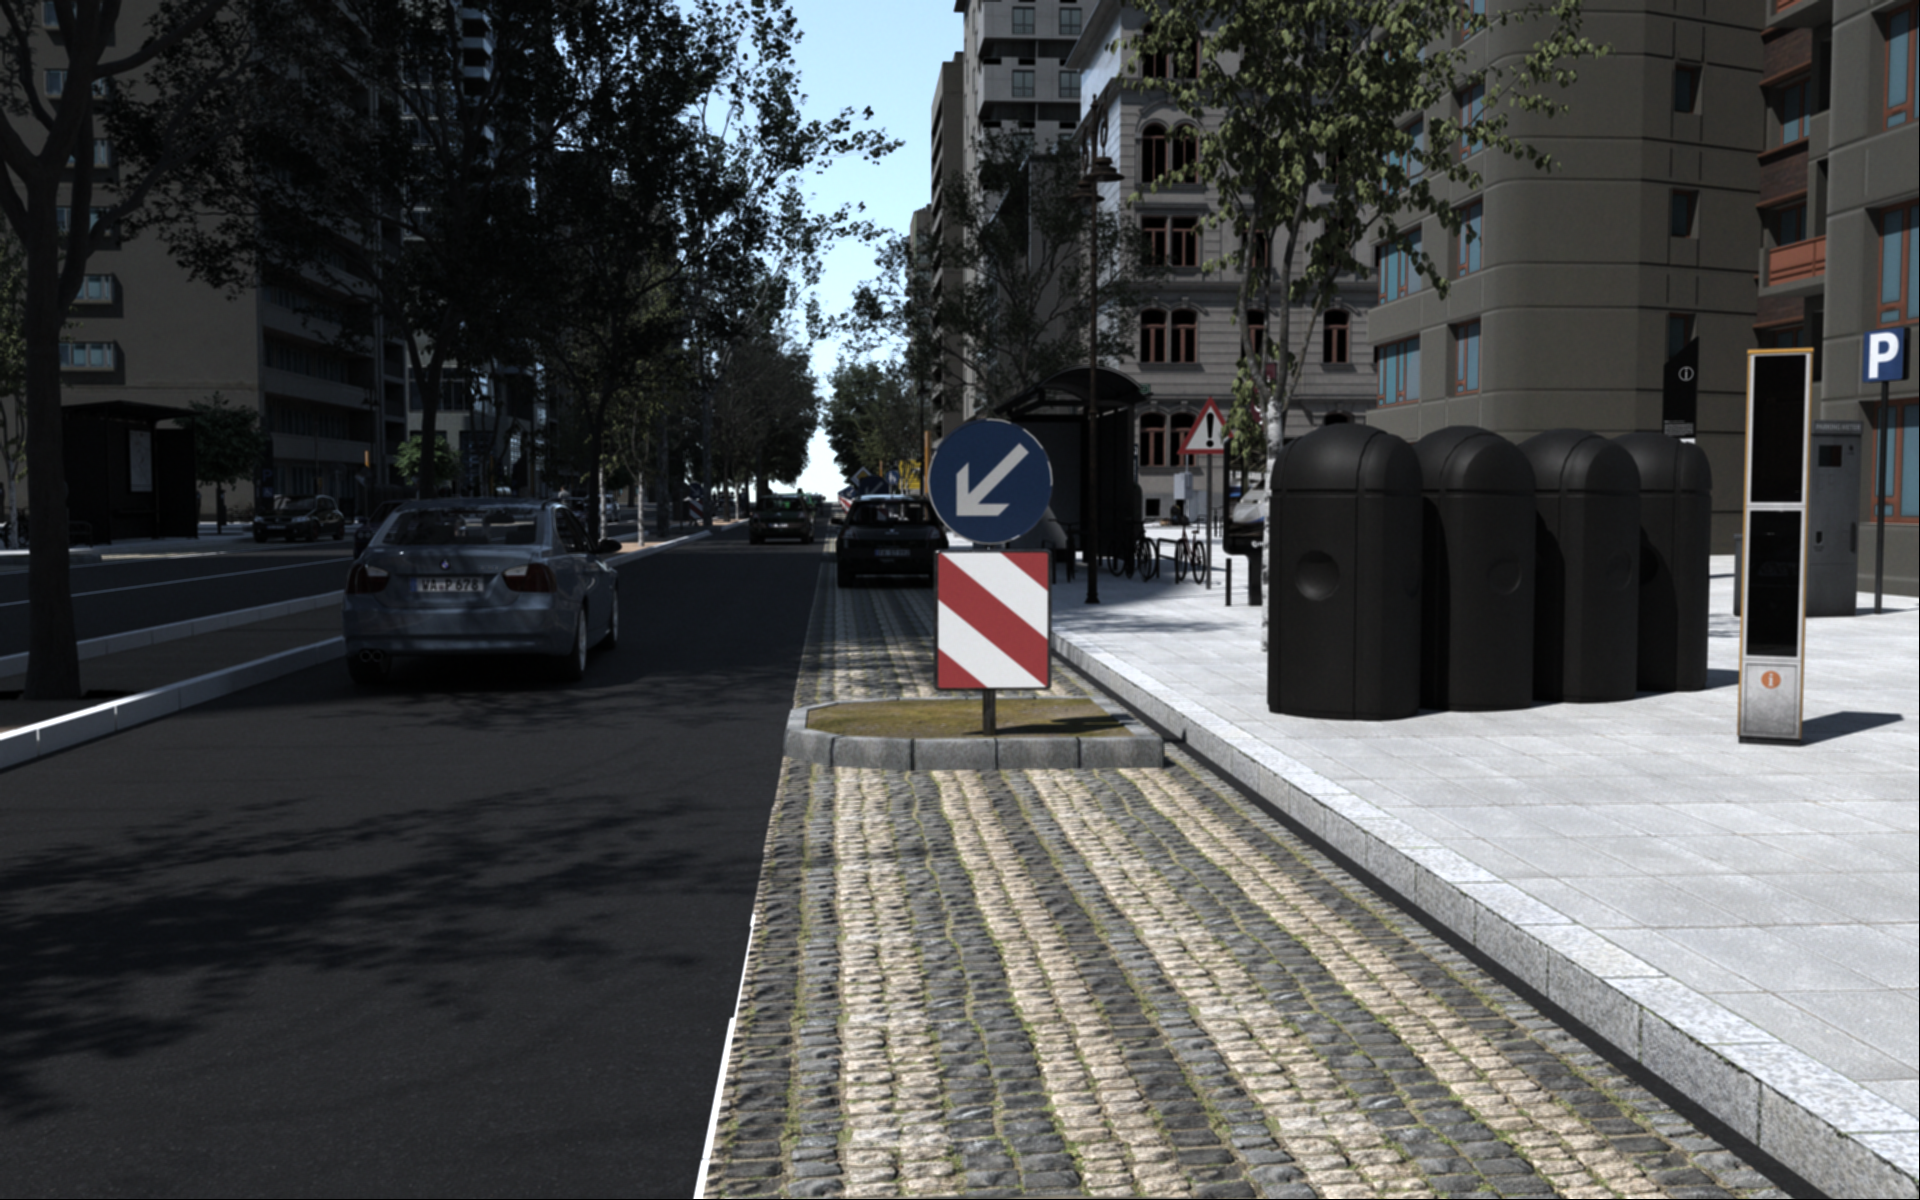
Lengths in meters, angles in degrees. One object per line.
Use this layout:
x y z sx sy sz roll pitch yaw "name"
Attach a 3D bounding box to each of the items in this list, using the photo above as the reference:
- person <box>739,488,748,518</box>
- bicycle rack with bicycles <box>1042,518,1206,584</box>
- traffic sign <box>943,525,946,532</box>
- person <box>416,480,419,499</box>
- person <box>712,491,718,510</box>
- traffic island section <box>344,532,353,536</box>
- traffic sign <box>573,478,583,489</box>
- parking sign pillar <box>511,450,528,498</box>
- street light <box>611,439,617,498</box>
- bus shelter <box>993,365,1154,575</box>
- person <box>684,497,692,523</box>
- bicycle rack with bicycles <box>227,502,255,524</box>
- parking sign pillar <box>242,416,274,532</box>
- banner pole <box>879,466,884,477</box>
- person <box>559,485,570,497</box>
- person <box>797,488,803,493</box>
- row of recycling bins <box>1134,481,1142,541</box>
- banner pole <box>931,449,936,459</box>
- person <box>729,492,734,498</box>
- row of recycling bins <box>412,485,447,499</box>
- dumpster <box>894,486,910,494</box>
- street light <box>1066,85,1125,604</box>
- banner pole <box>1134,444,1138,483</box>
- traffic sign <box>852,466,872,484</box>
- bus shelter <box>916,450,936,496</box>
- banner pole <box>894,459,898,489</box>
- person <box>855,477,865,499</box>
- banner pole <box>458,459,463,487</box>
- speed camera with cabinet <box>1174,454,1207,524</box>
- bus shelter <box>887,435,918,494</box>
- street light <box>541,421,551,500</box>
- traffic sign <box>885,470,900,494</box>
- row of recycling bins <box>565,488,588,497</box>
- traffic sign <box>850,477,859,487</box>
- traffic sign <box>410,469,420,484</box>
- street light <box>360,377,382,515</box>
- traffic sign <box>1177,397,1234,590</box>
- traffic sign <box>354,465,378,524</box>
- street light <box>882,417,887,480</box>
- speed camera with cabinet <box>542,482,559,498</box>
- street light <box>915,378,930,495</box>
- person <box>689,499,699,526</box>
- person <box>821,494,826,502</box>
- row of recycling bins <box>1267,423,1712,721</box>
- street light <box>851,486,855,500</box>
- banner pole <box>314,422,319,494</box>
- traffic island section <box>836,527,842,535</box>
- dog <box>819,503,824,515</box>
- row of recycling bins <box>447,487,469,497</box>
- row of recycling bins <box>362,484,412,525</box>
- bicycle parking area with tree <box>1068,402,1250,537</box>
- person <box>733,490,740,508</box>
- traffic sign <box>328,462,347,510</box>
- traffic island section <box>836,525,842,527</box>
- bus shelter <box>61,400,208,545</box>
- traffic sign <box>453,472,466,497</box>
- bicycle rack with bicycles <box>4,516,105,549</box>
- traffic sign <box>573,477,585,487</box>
-12.864 -5.785 103.112 0.581 1.822 0.654 2 4 30 "person"
2.310 -0.754 25.717 2.852 0.926 2.925 0 4 -1 "bicycle rack with bicycles"
-0.466 -3.199 52.409 0.768 2.556 0.104 0 4 1 "traffic sign"
-14.929 -2.423 48.218 0.850 1.850 0.679 0 4 5 "person"
-21.767 -8.805 153.386 0.541 1.710 0.530 3 5 41 "person"
-20.654 -2.321 60.228 2.009 0.180 2.903 0 4 -4 "traffic island section"
-29.765 -8.246 134.933 0.768 2.556 0.104 0 4 -2 "traffic sign"
-26.846 -7.162 105.572 1.447 3.967 1.447 1 4 14 "parking sign pillar"
-28.875 -10.503 144.508 0.468 5.910 1.993 0 4 -4 "street light"
1.824 -2.201 29.904 2.014 3.302 5.546 0 4 -4 "bus shelter"
-13.172 -4.598 84.033 0.694 1.780 0.624 2 4 32 "person"
-31.018 -3.853 76.385 2.925 0.926 2.852 0 4 -3 "bicycle rack with bicycles"
-23.915 -4.342 59.472 1.447 3.967 1.447 -2 4 -33 "parking sign pillar"
-6.062 -9.029 137.641 0.863 3.779 0.401 -2 4 -34 "banner pole"
-18.575 -4.470 81.435 0.661 1.843 0.795 -3 5 -42 "person"
-10.611 -6.504 114.823 0.580 1.828 0.573 3 4 39 "person"
3.258 -2.495 47.898 3.534 1.692 1.069 0 4 -3 "row of recycling bins"
-1.064 -5.724 83.604 0.863 3.779 0.401 1 4 10 "banner pole"
-34.109 -15.134 255.943 1.348 1.824 0.705 1 4 18 "person"
-24.159 -4.295 77.334 1.069 1.692 3.534 0 4 2 "row of recycling bins"
-3.239 -6.255 104.760 1.502 2.255 1.985 0 4 -4 "dumpster"
1.555 -2.899 20.182 0.468 5.910 1.993 0 4 -4 "street light"
7.450 -5.258 75.979 0.863 3.779 0.401 2 4 34 "banner pole"
-3.430 -3.532 61.389 0.795 2.450 0.064 0 4 -4 "traffic sign"
-0.934 -5.241 79.620 2.014 3.302 5.546 0 4 -4 "bus shelter"
-3.757 -7.186 107.513 0.863 3.779 0.401 -2 4 -27 "banner pole"
-2.127 -1.808 38.251 0.419 1.800 0.721 -1 4 -8 "person"
-35.957 -8.234 124.645 0.863 3.779 0.401 3 5 43 "banner pole"
9.982 -4.912 74.649 0.660 3.252 2.038 3 4 39 "speed camera with cabinet"
-3.721 -8.338 113.951 2.179 5.291 8.768 0 4 -4 "bus shelter"
-26.277 -8.393 110.013 0.468 5.910 1.993 0 4 -4 "street light"
-3.571 -5.593 91.549 0.768 2.556 0.104 0 4 -3 "traffic sign"
-28.712 -7.457 129.039 1.069 1.692 3.534 -2 4 -32 "row of recycling bins"
-4.007 -4.019 69.354 0.795 2.450 0.064 0 4 -4 "traffic sign"
-21.208 -3.944 68.133 0.795 2.450 0.064 0 4 -4 "traffic sign"
-23.328 -5.867 68.716 0.468 5.910 1.993 0 4 -4 "street light"
3.340 -1.419 23.211 0.884 2.594 0.081 0 4 1 "traffic sign"
-20.631 -3.457 60.168 0.795 2.450 0.064 0 4 -4 "traffic sign"
-4.387 -7.948 102.732 0.468 5.910 1.993 0 4 -4 "street light"
-31.531 -8.542 134.002 0.660 3.252 2.038 1 4 23 "speed camera with cabinet"
-1.339 -5.404 61.139 0.468 5.910 1.993 0 4 -4 "street light"
-11.463 -3.799 74.881 0.640 1.303 0.475 1 4 18 "person"
-19.935 -14.707 252.147 0.799 1.438 0.628 0 4 -4 "person"
3.437 -0.227 10.822 3.534 1.692 1.069 -2 4 -32 "row of recycling bins"
-18.994 -20.218 303.345 0.468 5.910 1.993 0 4 -4 "street light"
-22.351 -4.295 60.239 0.401 3.779 0.863 -1 4 -23 "banner pole"
-3.407 -2.397 61.468 2.009 0.180 2.903 0 4 -4 "traffic island section"
-9.696 -6.318 120.140 0.513 0.831 0.800 2 4 35 "dog"
-28.995 -5.438 96.019 3.534 1.692 1.069 0 4 -5 "row of recycling bins"
-24.409 -4.056 73.427 1.069 1.692 3.534 0 4 -2 "row of recycling bins"
6.069 -4.033 52.939 8.231 4.147 9.016 1 4 12 "bicycle parking area with tree"
-23.177 -10.540 180.968 0.705 1.807 1.348 3 4 36 "person"
-25.094 -4.263 69.811 0.768 2.556 0.104 0 4 -2 "traffic sign"
-3.984 -2.884 69.432 2.009 0.180 2.903 0 4 -4 "traffic island section"
-22.074 -3.371 46.391 1.731 3.624 6.357 0 4 -4 "bus shelter"
-26.732 -5.645 92.404 0.768 2.556 0.104 0 4 -2 "traffic sign"
-22.135 -1.729 41.658 2.925 0.926 2.852 -2 4 -29 "bicycle rack with bicycles"
-29.151 -8.105 132.524 0.884 2.594 0.081 0 4 -1 "traffic sign"
